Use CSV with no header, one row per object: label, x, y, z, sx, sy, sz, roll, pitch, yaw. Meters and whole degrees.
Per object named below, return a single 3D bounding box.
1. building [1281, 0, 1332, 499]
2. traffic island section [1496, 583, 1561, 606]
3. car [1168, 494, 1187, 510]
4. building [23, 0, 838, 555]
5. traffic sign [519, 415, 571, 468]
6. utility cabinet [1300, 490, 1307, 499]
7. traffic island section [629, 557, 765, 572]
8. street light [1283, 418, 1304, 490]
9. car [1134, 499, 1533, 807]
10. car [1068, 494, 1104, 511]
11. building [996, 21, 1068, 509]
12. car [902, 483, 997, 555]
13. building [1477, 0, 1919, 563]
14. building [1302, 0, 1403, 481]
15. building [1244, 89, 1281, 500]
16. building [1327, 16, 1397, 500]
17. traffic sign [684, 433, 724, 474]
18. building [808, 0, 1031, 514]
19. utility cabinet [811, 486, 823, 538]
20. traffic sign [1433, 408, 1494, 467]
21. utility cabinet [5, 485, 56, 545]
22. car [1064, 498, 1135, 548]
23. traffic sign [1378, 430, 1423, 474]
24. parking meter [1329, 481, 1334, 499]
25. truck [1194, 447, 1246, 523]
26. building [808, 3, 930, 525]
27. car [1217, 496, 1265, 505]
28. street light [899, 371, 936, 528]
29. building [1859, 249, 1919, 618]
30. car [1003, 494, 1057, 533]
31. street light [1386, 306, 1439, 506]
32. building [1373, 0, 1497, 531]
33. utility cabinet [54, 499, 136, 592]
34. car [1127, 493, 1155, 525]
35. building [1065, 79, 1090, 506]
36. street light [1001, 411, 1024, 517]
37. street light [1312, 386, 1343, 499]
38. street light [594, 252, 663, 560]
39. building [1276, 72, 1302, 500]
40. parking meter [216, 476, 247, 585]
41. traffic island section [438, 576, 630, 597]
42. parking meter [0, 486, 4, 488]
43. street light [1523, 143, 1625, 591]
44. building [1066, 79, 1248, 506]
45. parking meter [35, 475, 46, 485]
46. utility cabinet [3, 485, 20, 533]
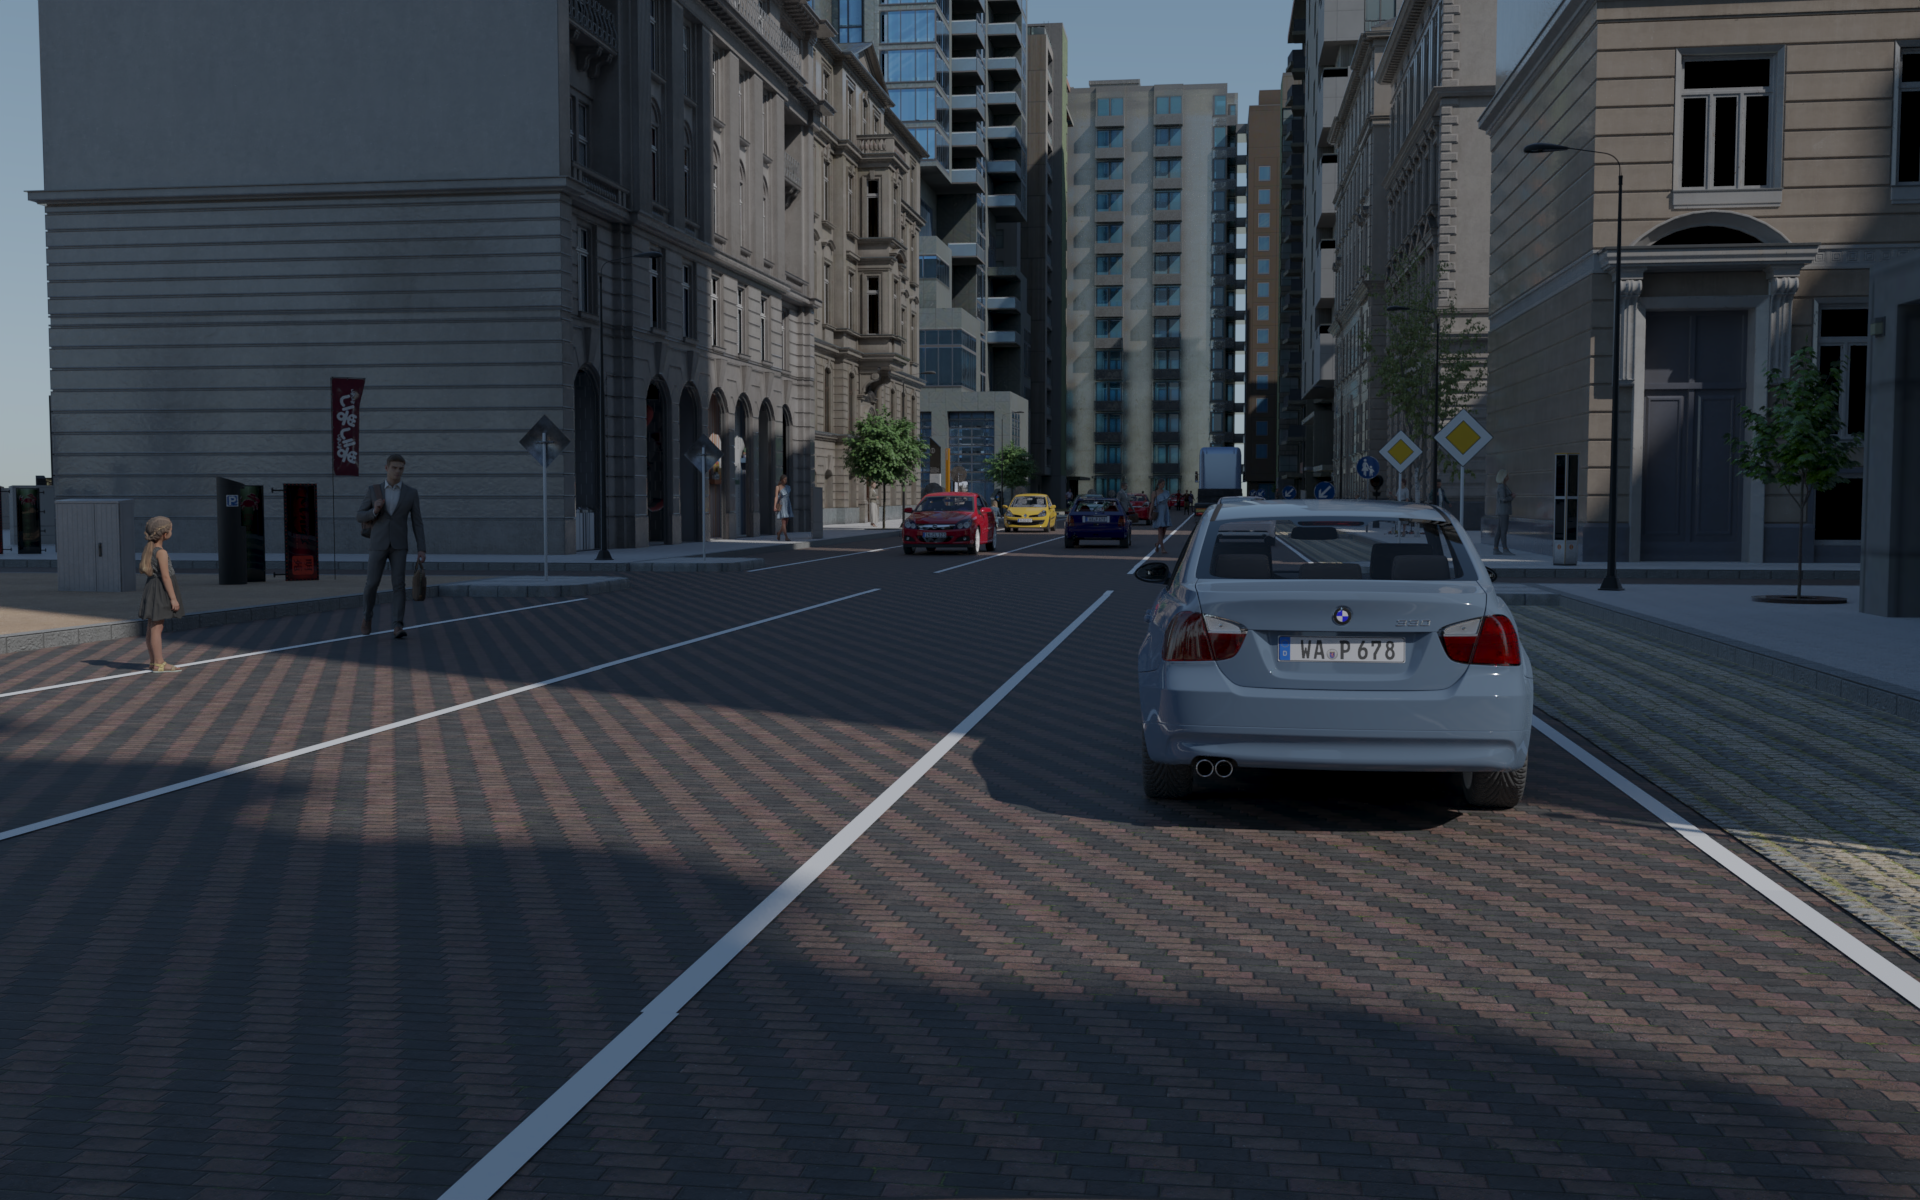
building,39.108,-30.171,147.912,22.147,44.769,28.867,1,4,8
traffic island section,6.871,-0.082,23.625,2.009,0.180,2.903,1,4,8
car,20.107,-9.230,159.947,2.155,1.783,4.494,0,4,8
building,-12.423,-12.611,47.983,13.314,21.916,24.055,1,4,8
traffic sign,-6.106,-1.424,25.465,0.795,2.593,0.064,1,4,8
utility cabinet,19.974,-5.624,100.628,0.318,1.500,1.173,1,4,14
traffic island section,-4.969,-0.682,33.436,2.009,0.180,2.903,1,4,8
street light,20.376,-8.135,105.556,1.470,5.913,1.316,1,4,8
car,1.917,0.165,9.311,2.014,1.417,4.499,1,4,9
car,6.520,-4.602,87.034,2.131,1.459,4.920,1,4,8
building,1.483,-28.336,146.881,14.154,41.232,14.086,1,4,8
car,-0.224,-2.041,42.411,2.155,1.783,4.494,1,4,10
building,22.289,-15.333,36.602,20.117,28.700,13.634,1,4,8
building,37.975,-32.408,119.115,28.713,52.752,27.495,1,4,8
building,39.333,-33.302,194.591,14.200,45.320,14.600,1,4,8
building,26.342,-17.978,91.205,12.463,27.353,25.104,1,4,8
traffic sign,-4.944,-1.907,33.365,0.795,2.593,0.064,1,4,8
building,-5.640,-49.573,123.195,22.319,86.520,31.000,1,4,8
utility cabinet,-4.141,-2.543,50.263,0.318,1.500,1.173,0,4,-7
traffic sign,6.846,-1.306,23.546,0.795,2.593,0.064,1,4,8
utility cabinet,-23.198,-2.130,43.506,0.318,1.500,1.173,3,5,44
car,3.793,-2.120,47.237,1.945,1.354,3.894,0,4,7
traffic sign,8.008,-1.789,31.446,0.795,2.593,0.064,1,4,8
parking meter,16.249,-4.322,76.377,0.399,1.863,0.255,0,4,-6
truck,14.037,-6.346,93.514,2.967,4.110,18.799,1,4,9
building,-9.658,-15.820,77.739,14.460,24.649,34.723,1,4,8
car,8.070,-2.275,49.553,2.083,1.381,4.827,1,4,9
street light,-1.608,-5.693,65.620,1.470,5.913,1.316,1,4,8
building,18.353,-34.662,4.972,20.563,71.187,20.611,1,4,8
car,2.685,-3.404,65.880,2.015,1.641,3.980,1,4,8
street light,11.217,-4.299,42.828,1.470,5.913,1.316,1,4,8
building,22.785,-14.655,68.489,11.050,23.489,19.941,1,4,8
utility cabinet,-11.425,-0.717,22.886,1.020,1.237,0.306,1,4,15
car,8.064,-4.387,80.770,2.155,1.783,4.494,0,4,8
building,-2.119,-31.672,172.469,28.867,44.769,22.147,1,4,8
street light,2.897,-7.612,96.995,1.470,5.913,1.316,1,4,8
street light,15.778,-6.217,74.194,1.470,5.913,1.316,1,4,8
street light,-6.382,-3.722,33.398,1.470,5.913,1.316,1,4,8
building,38.438,-29.791,170.677,14.154,41.232,14.086,1,4,8
parking meter,-10.330,-0.988,24.568,0.372,1.533,0.369,0,3,0
traffic island section,-6.131,-0.199,25.535,2.009,0.180,2.903,1,4,8
parking meter,-64.260,-6.750,116.075,0.399,1.863,0.255,1,4,8
street light,8.153,-3.087,23.010,1.470,5.913,1.316,1,4,8
building,18.032,-35.686,203.079,30.456,49.044,23.786,1,4,8
parking meter,-28.561,-2.945,53.865,0.255,1.863,0.399,-2,4,-35
utility cabinet,-34.173,-3.238,61.614,1.173,1.500,0.318,0,4,8
